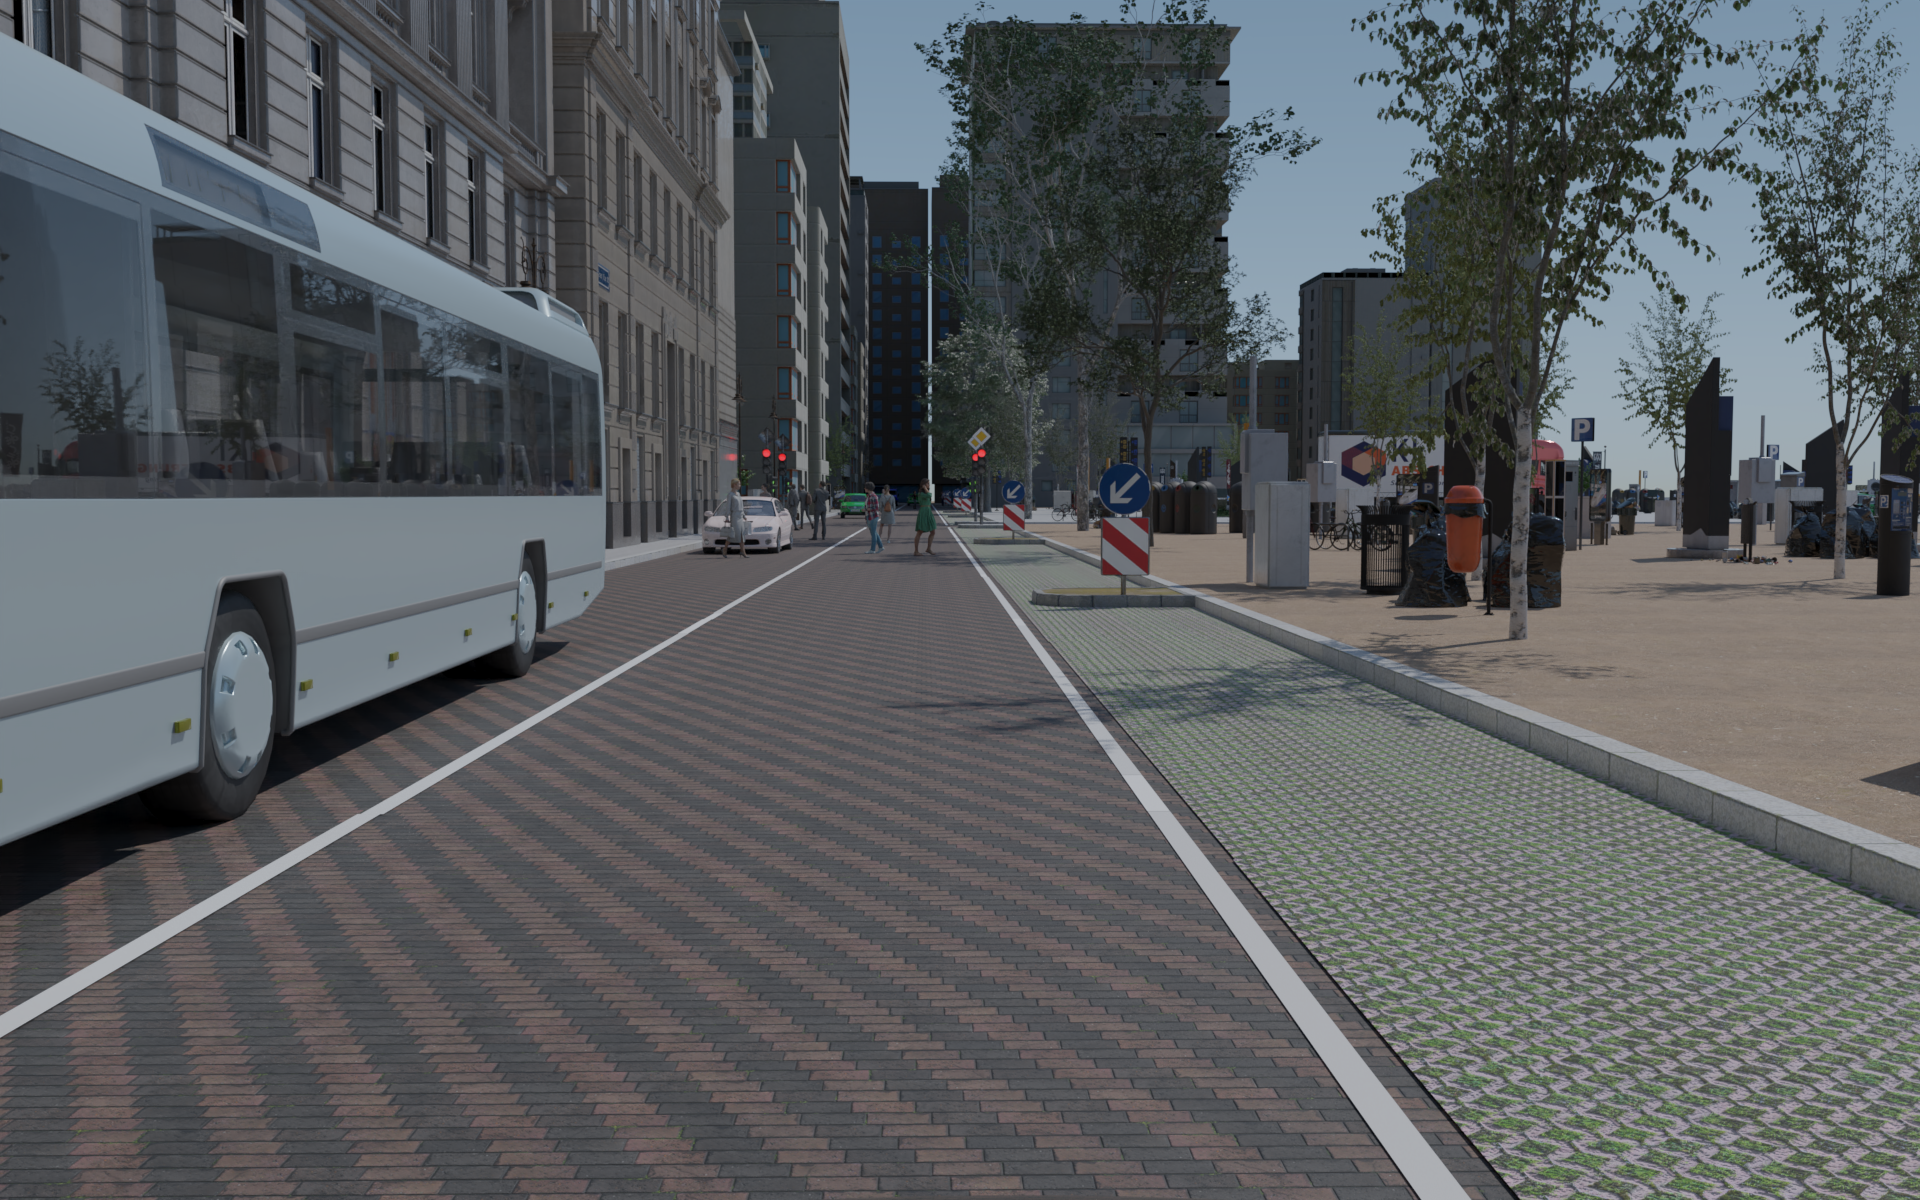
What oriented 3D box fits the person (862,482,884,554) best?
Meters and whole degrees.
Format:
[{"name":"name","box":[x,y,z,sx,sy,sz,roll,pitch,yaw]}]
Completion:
[{"name":"person","box":[-2.083,-1.977,41.655,0.643,1.720,0.563,-1,4,-18]}]

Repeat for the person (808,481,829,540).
[{"name":"person","box":[-4.431,-2.808,54.222,0.655,1.846,0.447,-2,4,-32]}]

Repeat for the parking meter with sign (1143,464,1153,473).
[{"name":"parking meter with sign","box":[10.797,-6.341,99.934,0.543,3.016,1.738,0,4,2]}]

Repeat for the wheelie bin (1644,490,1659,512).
[{"name":"wheelie bin","box":[48.386,-6.926,121.148,0.980,1.594,0.693,1,4,20]}]

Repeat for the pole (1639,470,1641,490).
[{"name":"pole","box":[57.748,-9.377,147.156,0.158,3.312,0.155,0,3,0]}]

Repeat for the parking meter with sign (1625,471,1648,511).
[{"name":"parking meter with sign","box":[50.904,-8.224,130.729,0.543,3.016,1.738,-3,5,-41]}]

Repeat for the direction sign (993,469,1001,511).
[{"name":"direction sign","box":[2.810,-8.545,131.711,0.876,3.537,0.379,-3,5,-42]}]

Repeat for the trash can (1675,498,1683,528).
[{"name":"trash can","box":[27.783,-3.350,66.430,0.748,1.137,0.748,0,3,0]}]

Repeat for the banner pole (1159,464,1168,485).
[{"name":"banner pole","box":[16.877,-9.359,143.036,0.863,3.779,0.401,1,4,15]}]

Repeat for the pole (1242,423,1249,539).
[{"name":"pole","box":[8.239,-3.428,49.892,0.158,3.312,0.155,0,3,0]}]

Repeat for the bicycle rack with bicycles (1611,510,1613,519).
[{"name":"bicycle rack with bicycles","box":[30.111,-4.280,83.364,2.852,0.926,2.925,-3,5,-40]}]

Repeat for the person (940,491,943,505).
[{"name":"person","box":[-2.154,-12.906,219.647,1.348,1.807,0.705,-3,5,-44]}]

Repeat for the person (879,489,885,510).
[{"name":"person","box":[-5.202,-6.685,118.292,0.782,1.767,0.515,2,4,28]}]

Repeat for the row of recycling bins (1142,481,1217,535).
[{"name":"row of recycling bins","box":[7.133,-3.011,56.347,1.069,1.692,3.534,-2,4,-29]}]

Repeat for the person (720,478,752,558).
[{"name":"person","box":[-5.054,-1.839,38.915,0.624,1.780,0.694,3,4,38]}]

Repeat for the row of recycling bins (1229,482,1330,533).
[{"name":"row of recycling bins","box":[10.648,-3.079,57.448,3.534,1.692,1.069,-1,4,-16]}]

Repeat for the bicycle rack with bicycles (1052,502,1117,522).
[{"name":"bicycle rack with bicycles","box":[6.140,-4.182,81.761,2.925,0.926,2.852,2,4,33]}]

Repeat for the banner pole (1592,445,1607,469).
[{"name":"banner pole","box":[32.962,-6.066,89.199,0.863,3.779,0.401,0,4,1]}]

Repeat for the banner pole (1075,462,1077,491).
[{"name":"banner pole","box":[9.030,-8.797,133.854,0.401,3.779,0.863,1,4,21]}]

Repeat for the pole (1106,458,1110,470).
[{"name":"pole","box":[8.407,-6.389,98.302,0.158,3.312,0.155,0,3,0]}]

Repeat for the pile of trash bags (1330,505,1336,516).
[{"name":"pile of trash bags","box":[19.525,-4.892,89.739,1.912,1.369,3.447,-3,4,-37]}]

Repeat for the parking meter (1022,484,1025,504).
[{"name":"parking meter","box":[3.891,-5.926,102.609,0.399,1.863,0.255,-1,4,-15]}]

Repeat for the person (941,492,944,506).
[{"name":"person","box":[-1.985,-11.372,195.364,0.436,1.711,0.756,0,4,6]}]

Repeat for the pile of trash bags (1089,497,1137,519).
[{"name":"pile of trash bags","box":[7.730,-4.904,89.927,3.447,1.369,1.912,1,4,12]}]

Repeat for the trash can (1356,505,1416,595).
[{"name":"trash can","box":[5.446,-0.644,22.189,0.748,1.137,0.748,0,3,0]}]

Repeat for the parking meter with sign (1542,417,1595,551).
[{"name":"parking meter with sign","box":[13.569,-2.619,39.082,1.738,3.016,0.543,-3,4,-39]}]

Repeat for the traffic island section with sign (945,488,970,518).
[{"name":"traffic island section with sign","box":[0.247,-5.907,105.214,1.989,1.847,2.006,0,4,-1]}]

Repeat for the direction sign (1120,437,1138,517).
[{"name":"direction sign","box":[6.706,-4.703,68.894,0.876,3.537,0.379,-2,4,-31]}]

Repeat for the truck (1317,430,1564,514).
[{"name":"truck","box":[21.830,-5.415,77.453,11.283,4.237,2.839,0,4,1]}]

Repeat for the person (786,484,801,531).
[{"name":"person","box":[-6.508,-3.614,67.684,0.679,1.850,0.850,3,5,43]}]

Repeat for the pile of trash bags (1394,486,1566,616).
[{"name":"pile of trash bags","box":[5.889,-0.611,19.742,1.912,1.369,3.447,1,4,21]}]

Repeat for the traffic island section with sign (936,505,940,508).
[{"name":"traffic island section with sign","box":[-1.361,-10.651,182.779,1.989,1.847,2.006,0,4,-1]}]

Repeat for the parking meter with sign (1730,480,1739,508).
[{"name":"parking meter with sign","box":[42.200,-6.021,94.704,1.738,3.016,0.543,2,4,33]}]

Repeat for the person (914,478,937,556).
[{"name":"person","box":[-0.819,-1.929,40.290,0.529,1.795,0.600,1,4,15]}]

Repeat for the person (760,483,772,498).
[{"name":"person","box":[-6.512,-2.956,57.169,0.599,1.781,0.374,1,4,22]}]

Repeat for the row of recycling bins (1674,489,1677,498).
[{"name":"row of recycling bins","box":[64.624,-8.918,152.927,3.534,1.692,1.069,1,4,13]}]

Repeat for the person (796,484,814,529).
[{"name":"person","box":[-6.354,-3.804,70.656,0.622,1.834,0.822,-3,4,-38]}]

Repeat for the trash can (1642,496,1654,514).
[{"name":"trash can","box":[45.247,-6.253,113.886,0.748,1.137,0.748,0,3,0]}]

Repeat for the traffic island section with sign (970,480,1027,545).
[{"name":"traffic island section with sign","box":[1.393,-2.508,49.635,1.989,1.847,2.006,0,4,-1]}]

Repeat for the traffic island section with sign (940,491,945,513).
[{"name":"traffic island section with sign","box":[-0.315,-7.576,132.488,1.989,1.847,2.006,0,4,-1]}]

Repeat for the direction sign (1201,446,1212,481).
[{"name":"direction sign","box":[11.725,-5.531,82.432,0.379,3.537,0.876,-1,4,-22]}]

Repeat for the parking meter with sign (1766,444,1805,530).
[{"name":"parking meter with sign","box":[28.925,-3.911,60.208,0.543,3.016,1.738,-2,4,-25]}]

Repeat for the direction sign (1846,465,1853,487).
[{"name":"direction sign","box":[74.601,-9.399,145.670,0.876,3.537,0.379,-1,4,-23]}]

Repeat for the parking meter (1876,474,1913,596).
[{"name":"parking meter","box":[11.835,-0.826,21.923,0.372,1.533,0.369,0,3,0]}]

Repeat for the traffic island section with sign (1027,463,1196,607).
[{"name":"traffic island section with sign","box":[1.961,-0.860,22.686,1.989,1.847,2.006,0,4,-1]}]

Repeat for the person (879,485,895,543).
[{"name":"person","box":[-2.140,-2.518,50.680,0.512,1.701,0.522,-1,4,-14]}]

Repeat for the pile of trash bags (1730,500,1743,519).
[{"name":"pile of trash bags","box":[40.475,-4.831,88.734,1.912,1.369,3.447,-2,4,-33]}]

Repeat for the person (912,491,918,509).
[{"name":"person","box":[-4.206,-9.446,163.765,0.721,1.723,1.217,2,4,33]}]

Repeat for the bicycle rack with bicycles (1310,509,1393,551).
[{"name":"bicycle rack with bicycles","box":[9.018,-1.618,39.841,2.852,0.926,2.925,-2,4,-28]}]

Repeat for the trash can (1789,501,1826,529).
[{"name":"trash can","box":[18.367,-1.586,37.584,0.748,1.137,0.748,0,3,0]}]

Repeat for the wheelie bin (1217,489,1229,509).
[{"name":"wheelie bin","box":[14.755,-5.521,98.180,0.980,1.594,0.693,0,4,0]}]

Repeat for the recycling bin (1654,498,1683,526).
[{"name":"recycling bin","box":[28.217,-3.459,69.111,0.722,1.027,0.722,-3,5,-44]}]

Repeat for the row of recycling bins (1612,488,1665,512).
[{"name":"row of recycling bins","box":[48.354,-7.121,123.547,3.534,1.692,1.069,1,4,11]}]

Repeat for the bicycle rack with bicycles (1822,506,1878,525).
[{"name":"bicycle rack with bicycles","box":[26.953,-2.386,52.392,2.925,0.926,2.852,-1,4,-13]}]
